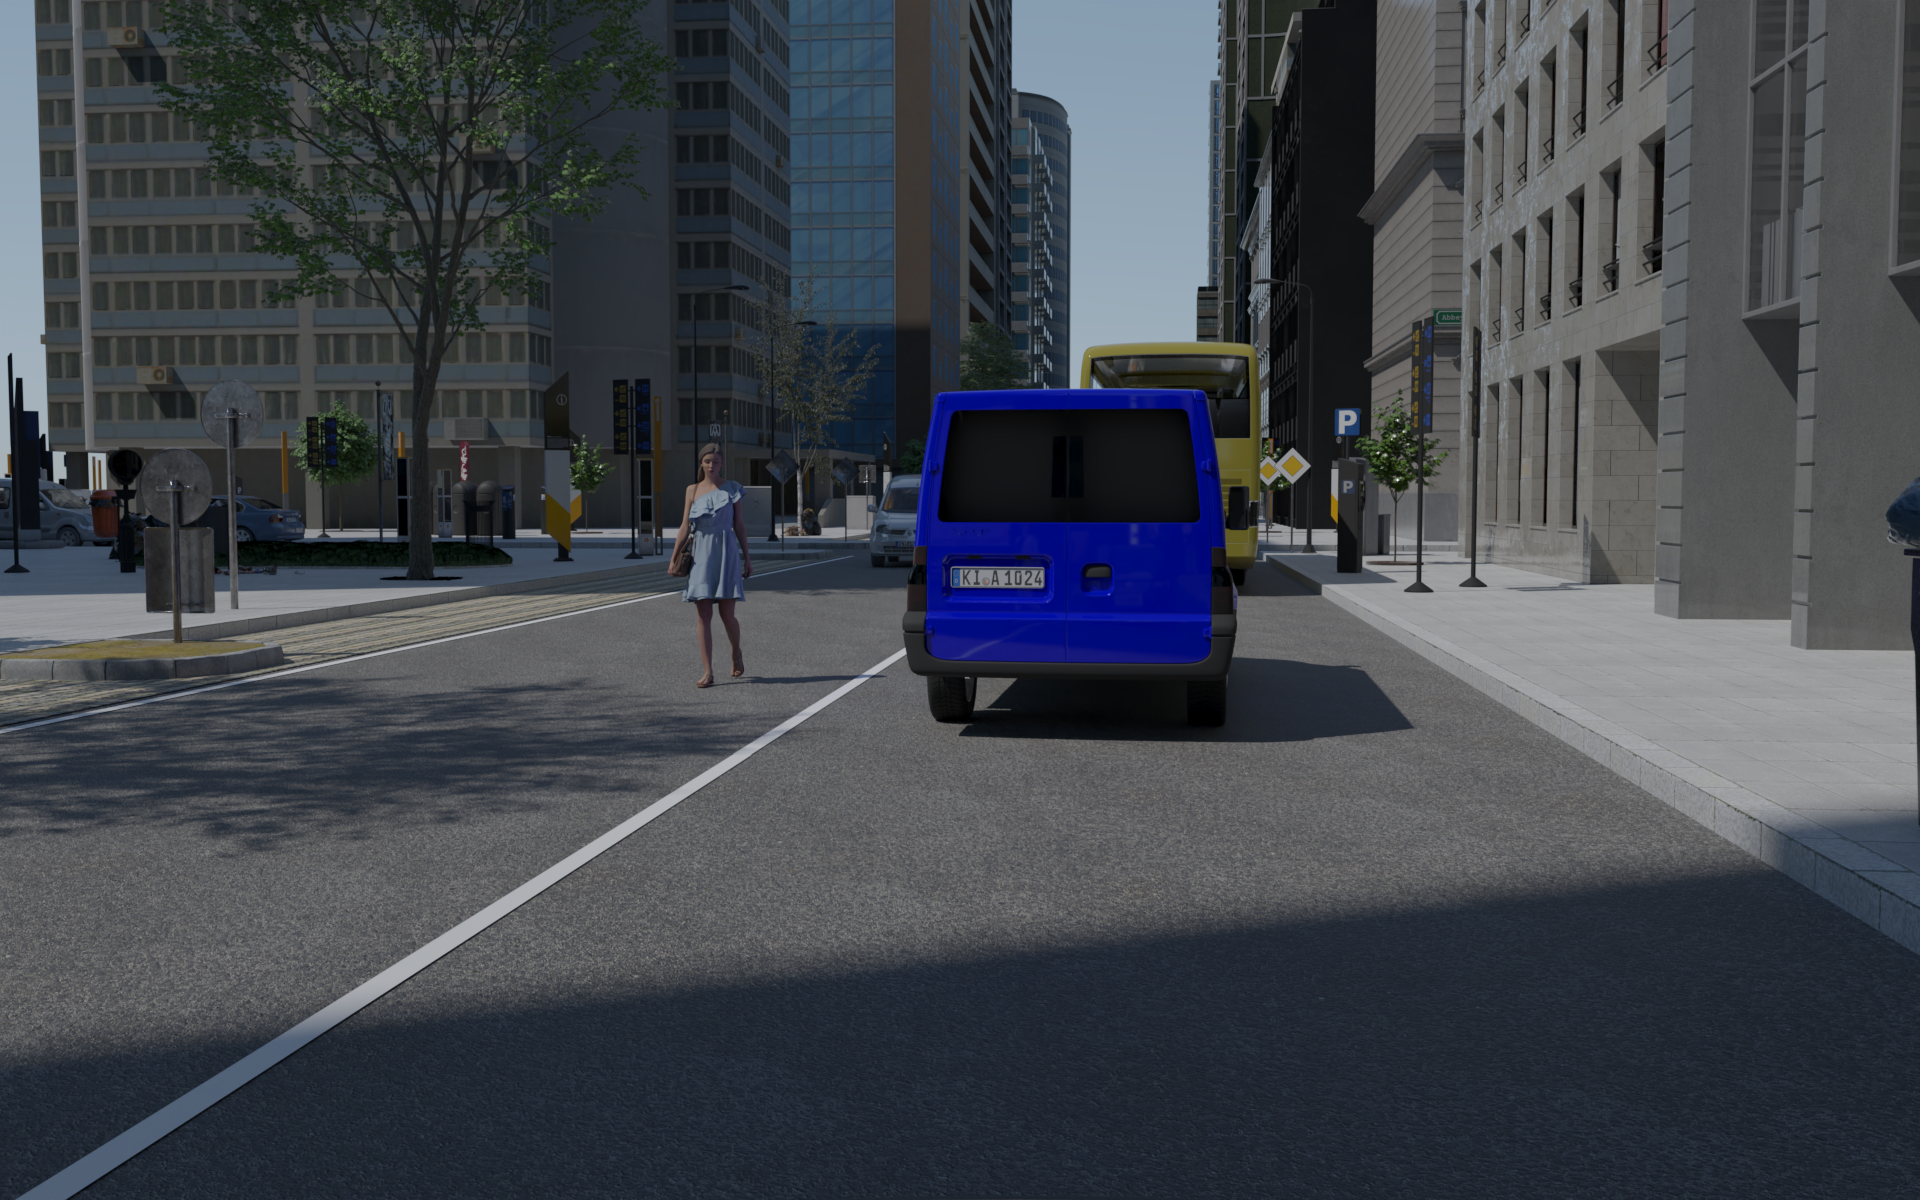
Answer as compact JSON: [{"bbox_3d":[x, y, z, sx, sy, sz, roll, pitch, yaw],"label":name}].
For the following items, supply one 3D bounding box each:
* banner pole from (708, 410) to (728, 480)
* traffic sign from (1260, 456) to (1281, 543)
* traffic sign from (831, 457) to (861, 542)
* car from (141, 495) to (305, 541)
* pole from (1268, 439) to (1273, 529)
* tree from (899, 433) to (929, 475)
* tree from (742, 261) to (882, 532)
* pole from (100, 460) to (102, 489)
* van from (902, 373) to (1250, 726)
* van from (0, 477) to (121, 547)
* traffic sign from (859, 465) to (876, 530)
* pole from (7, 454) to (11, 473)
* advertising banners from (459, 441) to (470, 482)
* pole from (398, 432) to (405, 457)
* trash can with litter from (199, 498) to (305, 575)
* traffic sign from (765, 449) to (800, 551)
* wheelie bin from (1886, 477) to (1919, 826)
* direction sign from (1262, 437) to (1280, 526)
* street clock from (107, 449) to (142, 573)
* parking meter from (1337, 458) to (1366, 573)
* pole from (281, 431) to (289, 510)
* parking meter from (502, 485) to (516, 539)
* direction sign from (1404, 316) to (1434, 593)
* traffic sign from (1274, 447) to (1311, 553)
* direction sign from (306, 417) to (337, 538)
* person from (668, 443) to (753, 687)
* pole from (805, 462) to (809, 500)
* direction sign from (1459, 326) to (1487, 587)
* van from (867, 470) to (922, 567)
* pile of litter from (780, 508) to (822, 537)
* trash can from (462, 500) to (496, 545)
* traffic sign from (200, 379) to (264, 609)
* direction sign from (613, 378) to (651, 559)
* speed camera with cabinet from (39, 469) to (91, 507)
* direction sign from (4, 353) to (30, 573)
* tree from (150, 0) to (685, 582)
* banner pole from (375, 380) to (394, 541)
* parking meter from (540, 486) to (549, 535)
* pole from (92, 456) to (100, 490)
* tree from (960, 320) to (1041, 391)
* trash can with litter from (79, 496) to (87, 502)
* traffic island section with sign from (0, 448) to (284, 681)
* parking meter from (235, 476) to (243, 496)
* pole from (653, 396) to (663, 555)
[{"bbox_3d":[-7.169,-3.776,51.756,0.863,3.779,0.401,-3,5,-41],"label":"banner pole"},{"bbox_3d":[8.055,-2.550,45.329,0.795,2.450,0.064,0,4,6],"label":"traffic sign"},{"bbox_3d":[-3.068,-2.627,46.588,0.795,2.450,0.064,0,4,6],"label":"traffic sign"},{"bbox_3d":[-18.968,-1.950,43.892,4.499,1.417,2.014,0,4,7],"label":"car"},{"bbox_3d":[11.439,-4.281,63.841,0.158,3.312,0.155,0,3,0],"label":"pole"},{"bbox_3d":[-1.515,-6.422,88.705,4.285,4.588,4.351,0,3,0],"label":"tree"},{"bbox_3d":[-4.927,-6.418,55.301,4.360,8.622,3.978,0,3,0],"label":"tree"},{"bbox_3d":[-51.390,-6.706,103.494,0.158,3.312,0.155,0,3,0],"label":"pole"},{"bbox_3d":[0.981,-0.494,12.463,2.240,2.365,5.245,1,4,8],"label":"van"},{"bbox_3d":[-23.691,-2.300,44.617,4.112,2.044,2.013,0,4,7],"label":"van"},{"bbox_3d":[-3.293,-3.630,61.482,0.606,2.300,0.079,1,4,11],"label":"traffic sign"},{"bbox_3d":[-48.212,-5.755,87.944,0.158,3.312,0.155,0,3,0],"label":"pole"},{"bbox_3d":[-16.863,-3.736,57.272,2.074,3.025,0.090,3,4,36],"label":"advertising banners"},{"bbox_3d":[-18.269,-3.847,56.747,0.158,3.312,0.155,0,3,0],"label":"pole"},{"bbox_3d":[-11.638,-1.018,27.706,2.233,1.210,1.678,1,4,12],"label":"trash can with litter"},{"bbox_3d":[-3.955,-2.141,38.652,0.795,2.450,0.064,0,4,6],"label":"traffic sign"},{"bbox_3d":[3.921,0.091,6.422,0.980,1.594,0.693,0,4,5],"label":"wheelie bin"},{"bbox_3d":[12.422,-4.729,69.317,0.876,3.537,0.379,-2,4,-27],"label":"direction sign"},{"bbox_3d":[-13.587,-1.447,28.228,0.471,2.002,0.358,-3,5,-42],"label":"street clock"},{"bbox_3d":[6.362,-1.373,28.163,0.399,1.863,0.255,2,4,34],"label":"parking meter"},{"bbox_3d":[-21.897,-3.815,56.216,0.158,3.312,0.155,0,3,0],"label":"pole"},{"bbox_3d":[-12.823,-2.495,49.204,0.372,1.533,0.369,0,3,0],"label":"parking meter"},{"bbox_3d":[6.000,-1.868,22.545,0.379,3.537,0.876,0,4,-2],"label":"direction sign"},{"bbox_3d":[7.167,-2.064,37.393,0.795,2.450,0.064,0,4,6],"label":"traffic sign"},{"bbox_3d":[-18.762,-3.608,50.981,0.876,3.537,0.379,-3,5,-40],"label":"direction sign"},{"bbox_3d":[-1.883,-0.276,13.104,0.616,1.811,0.778,1,4,10],"label":"person"},{"bbox_3d":[-7.949,-5.892,90.178,0.158,3.312,0.155,0,3,0],"label":"pole"},{"bbox_3d":[7.098,-1.948,23.854,0.379,3.537,0.876,1,4,22],"label":"direction sign"},{"bbox_3d":[-0.825,-1.735,35.382,2.013,2.044,4.112,0,4,4],"label":"van"},{"bbox_3d":[-4.913,-2.396,53.139,1.176,0.858,1.719,3,5,40],"label":"pile of litter"},{"bbox_3d":[-10.815,-1.670,38.962,0.748,1.137,0.748,0,3,0],"label":"trash can"},{"bbox_3d":[-8.088,-1.170,19.235,0.768,2.556,0.104,1,4,10],"label":"traffic sign"},{"bbox_3d":[-6.463,-2.580,34.178,0.876,3.537,0.379,2,4,25],"label":"direction sign"},{"bbox_3d":[-31.674,-4.067,60.839,2.038,3.252,0.660,-2,4,-27],"label":"speed camera with cabinet"},{"bbox_3d":[-15.412,-2.214,28.197,0.379,3.537,0.876,-2,4,-31],"label":"direction sign"},{"bbox_3d":[-7.887,-6.105,25.566,9.928,11.665,9.643,0,3,0],"label":"tree"},{"bbox_3d":[-12.645,-2.940,38.087,0.863,3.779,0.401,3,5,44],"label":"banner pole"},{"bbox_3d":[-13.114,-2.848,54.973,0.372,1.533,0.369,0,3,0],"label":"parking meter"},{"bbox_3d":[-46.714,-6.096,93.507,0.158,3.312,0.155,0,3,0],"label":"pole"},{"bbox_3d":[1.836,-11.945,113.425,7.486,12.596,7.792,0,3,0],"label":"tree"},{"bbox_3d":[-26.972,-2.583,53.297,2.233,1.210,1.678,3,4,38],"label":"trash can with litter"},{"bbox_3d":[-6.721,-0.339,14.168,1.989,1.847,2.006,0,4,6],"label":"traffic island section with sign"},{"bbox_3d":[-22.812,-2.991,54.608,0.255,1.863,0.399,1,4,11],"label":"parking meter"},{"bbox_3d":[-6.312,-2.590,36.194,0.158,3.312,0.155,0,3,0],"label":"pole"}]
